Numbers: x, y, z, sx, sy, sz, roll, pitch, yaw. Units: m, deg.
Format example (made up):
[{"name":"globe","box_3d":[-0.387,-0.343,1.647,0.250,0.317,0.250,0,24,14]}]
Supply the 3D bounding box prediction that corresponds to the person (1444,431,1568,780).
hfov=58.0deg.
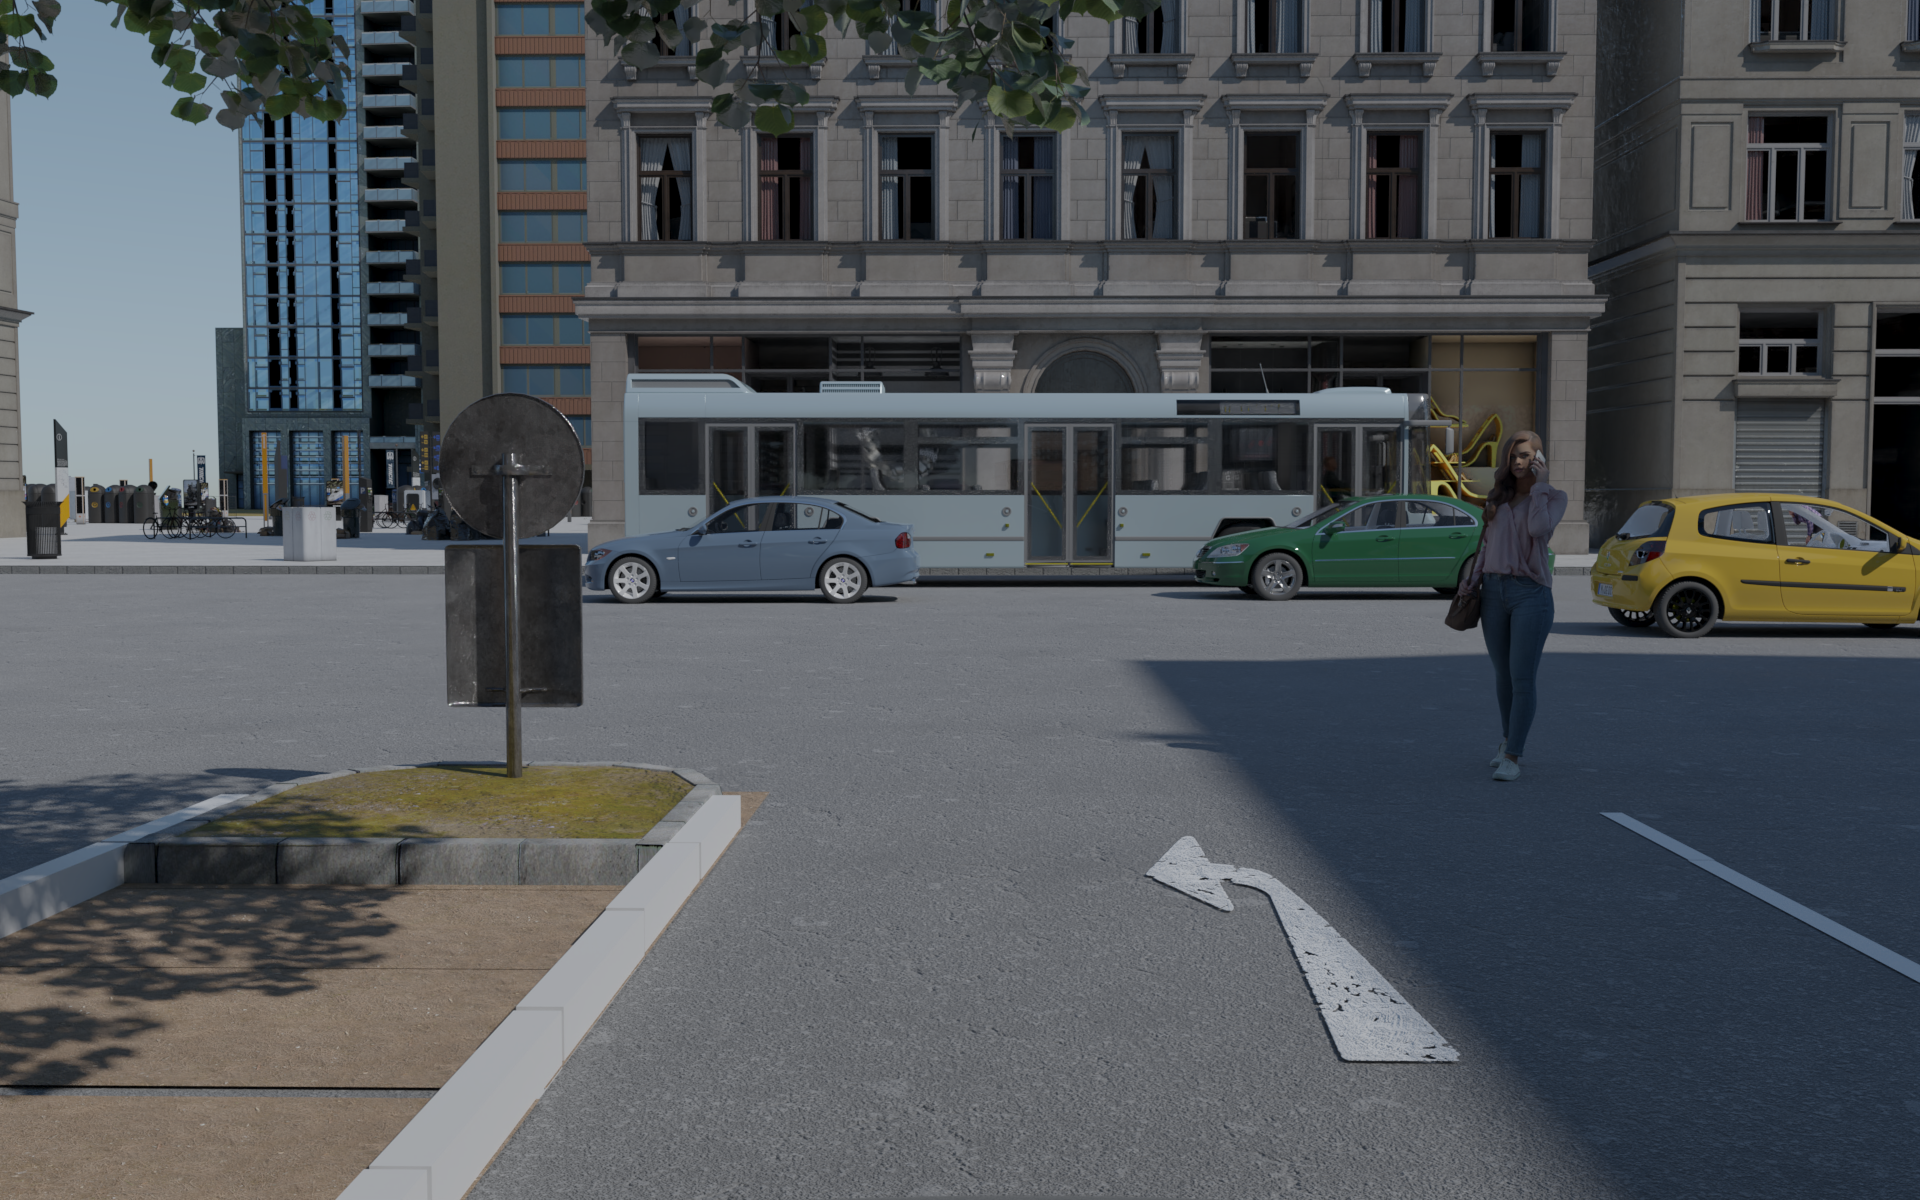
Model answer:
[{"name":"person","box_3d":[2.846,0.013,8.875,0.643,1.750,0.593,-3,5,-42]}]

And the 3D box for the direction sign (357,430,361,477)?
[{"name":"direction sign","box_3d":[-21.279,-4.245,61.400,0.379,3.537,0.876,-2,4,-24]}]

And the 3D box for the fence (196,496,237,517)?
[{"name":"fence","box_3d":[-39.923,-4.992,92.819,2.264,1.192,0.480,-2,4,-31]}]

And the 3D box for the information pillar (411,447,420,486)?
[{"name":"information pillar","box_3d":[-27.343,-5.851,87.012,0.183,3.616,0.504,2,4,27]}]

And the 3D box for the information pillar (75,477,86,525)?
[{"name":"information pillar","box_3d":[-37.048,-4.187,72.948,0.304,2.012,0.304,-1,4,-10]}]

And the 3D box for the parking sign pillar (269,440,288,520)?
[{"name":"parking sign pillar","box_3d":[-34.297,-6.054,87.453,1.447,3.967,1.447,-2,4,-29]}]

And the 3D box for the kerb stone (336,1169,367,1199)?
[{"name":"kerb stone","box_3d":[-1.082,1.187,2.795,0.120,0.150,1.000,0,4,1]}]

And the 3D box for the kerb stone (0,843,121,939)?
[{"name":"kerb stone","box_3d":[-3.124,0.998,5.876,0.120,0.150,1.000,0,4,1]}]

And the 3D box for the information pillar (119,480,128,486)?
[{"name":"information pillar","box_3d":[-42.694,-5.135,88.453,0.304,2.012,0.304,0,4,1]}]

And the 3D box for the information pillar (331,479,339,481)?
[{"name":"information pillar","box_3d":[-30.071,-4.828,83.431,0.304,2.012,0.304,0,4,-7]}]

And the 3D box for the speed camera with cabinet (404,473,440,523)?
[{"name":"speed camera with cabinet","box_3d":[-23.450,-5.011,76.269,2.038,3.252,0.660,1,4,15]}]

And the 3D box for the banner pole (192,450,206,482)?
[{"name":"banner pole","box_3d":[-43.067,-6.604,97.984,0.863,3.779,0.401,-1,4,-9]}]

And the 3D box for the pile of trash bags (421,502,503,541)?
[{"name":"pile of trash bags","box_3d":[-13.362,-2.402,49.032,1.912,1.369,3.447,3,5,41]}]

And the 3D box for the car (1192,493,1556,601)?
[{"name":"car","box_3d":[5.695,-0.751,24.071,4.920,1.459,2.131,0,4,-1]}]

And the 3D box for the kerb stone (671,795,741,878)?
[{"name":"kerb stone","box_3d":[-1.006,0.939,6.895,0.120,0.150,1.000,0,4,1]}]

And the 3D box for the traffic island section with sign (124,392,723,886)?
[{"name":"traffic island section with sign","box_3d":[-2.042,0.054,7.246,2.006,1.907,1.989,0,4,1]}]

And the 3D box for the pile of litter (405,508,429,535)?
[{"name":"pile of litter","box_3d":[-16.918,-2.522,55.192,1.719,0.858,1.176,-3,4,-37]}]

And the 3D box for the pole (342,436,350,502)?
[{"name":"pole","box_3d":[-21.468,-4.080,60.557,0.158,3.312,0.155,0,3,0]}]

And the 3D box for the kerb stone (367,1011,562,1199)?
[{"name":"kerb stone","box_3d":[-1.062,1.128,3.820,0.120,0.150,1.000,0,4,1]}]

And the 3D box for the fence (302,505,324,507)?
[{"name":"fence","box_3d":[-34.687,-4.796,93.790,0.278,0.683,2.069,3,5,40]}]

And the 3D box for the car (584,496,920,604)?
[{"name":"car","box_3d":[-2.786,-0.696,23.379,4.499,1.417,2.014,0,4,0]}]

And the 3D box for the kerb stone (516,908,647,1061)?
[{"name":"kerb stone","box_3d":[-1.043,1.064,4.845,0.120,0.150,1.000,0,4,1]}]

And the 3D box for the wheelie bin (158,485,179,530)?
[{"name":"wheelie bin","box_3d":[-28.343,-3.312,62.063,0.693,1.594,0.980,-2,4,-30]}]

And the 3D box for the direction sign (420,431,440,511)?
[{"name":"direction sign","box_3d":[-19.206,-4.335,62.873,0.379,3.537,0.876,2,4,34]}]

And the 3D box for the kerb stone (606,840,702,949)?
[{"name":"kerb stone","box_3d":[-1.028,0.998,5.870,0.120,0.150,1.000,0,4,1]}]

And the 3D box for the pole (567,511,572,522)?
[{"name":"pole","box_3d":[-17.805,-5.201,78.872,0.158,3.312,0.155,0,3,0]}]

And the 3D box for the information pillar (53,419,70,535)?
[{"name":"information pillar","box_3d":[-28.122,-3.844,54.204,0.183,3.616,0.504,1,4,15]}]

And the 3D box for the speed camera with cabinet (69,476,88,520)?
[{"name":"speed camera with cabinet","box_3d":[-44.767,-5.698,87.506,2.038,3.252,0.660,3,5,39]}]

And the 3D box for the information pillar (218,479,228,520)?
[{"name":"information pillar","box_3d":[-36.686,-5.001,86.264,0.304,2.012,0.304,0,4,7]}]

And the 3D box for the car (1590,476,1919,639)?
[{"name":"car","box_3d":[8.654,-0.468,17.871,3.980,1.641,2.015,0,4,3]}]

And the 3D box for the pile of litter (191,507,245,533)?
[{"name":"pile of litter","box_3d":[-24.823,-2.676,57.716,1.719,0.858,1.176,0,4,-6]}]

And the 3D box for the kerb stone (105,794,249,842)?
[{"name":"kerb stone","box_3d":[-3.105,0.935,6.901,0.120,0.150,1.000,0,4,1]}]

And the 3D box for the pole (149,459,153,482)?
[{"name":"pole","box_3d":[-46.655,-6.487,99.912,0.158,3.312,0.155,0,3,0]}]

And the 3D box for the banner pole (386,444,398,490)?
[{"name":"banner pole","box_3d":[-28.297,-5.900,86.479,0.401,3.779,0.863,2,4,34]}]

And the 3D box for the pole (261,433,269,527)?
[{"name":"pole","box_3d":[-23.144,-3.905,57.689,0.158,3.312,0.155,0,3,0]}]
